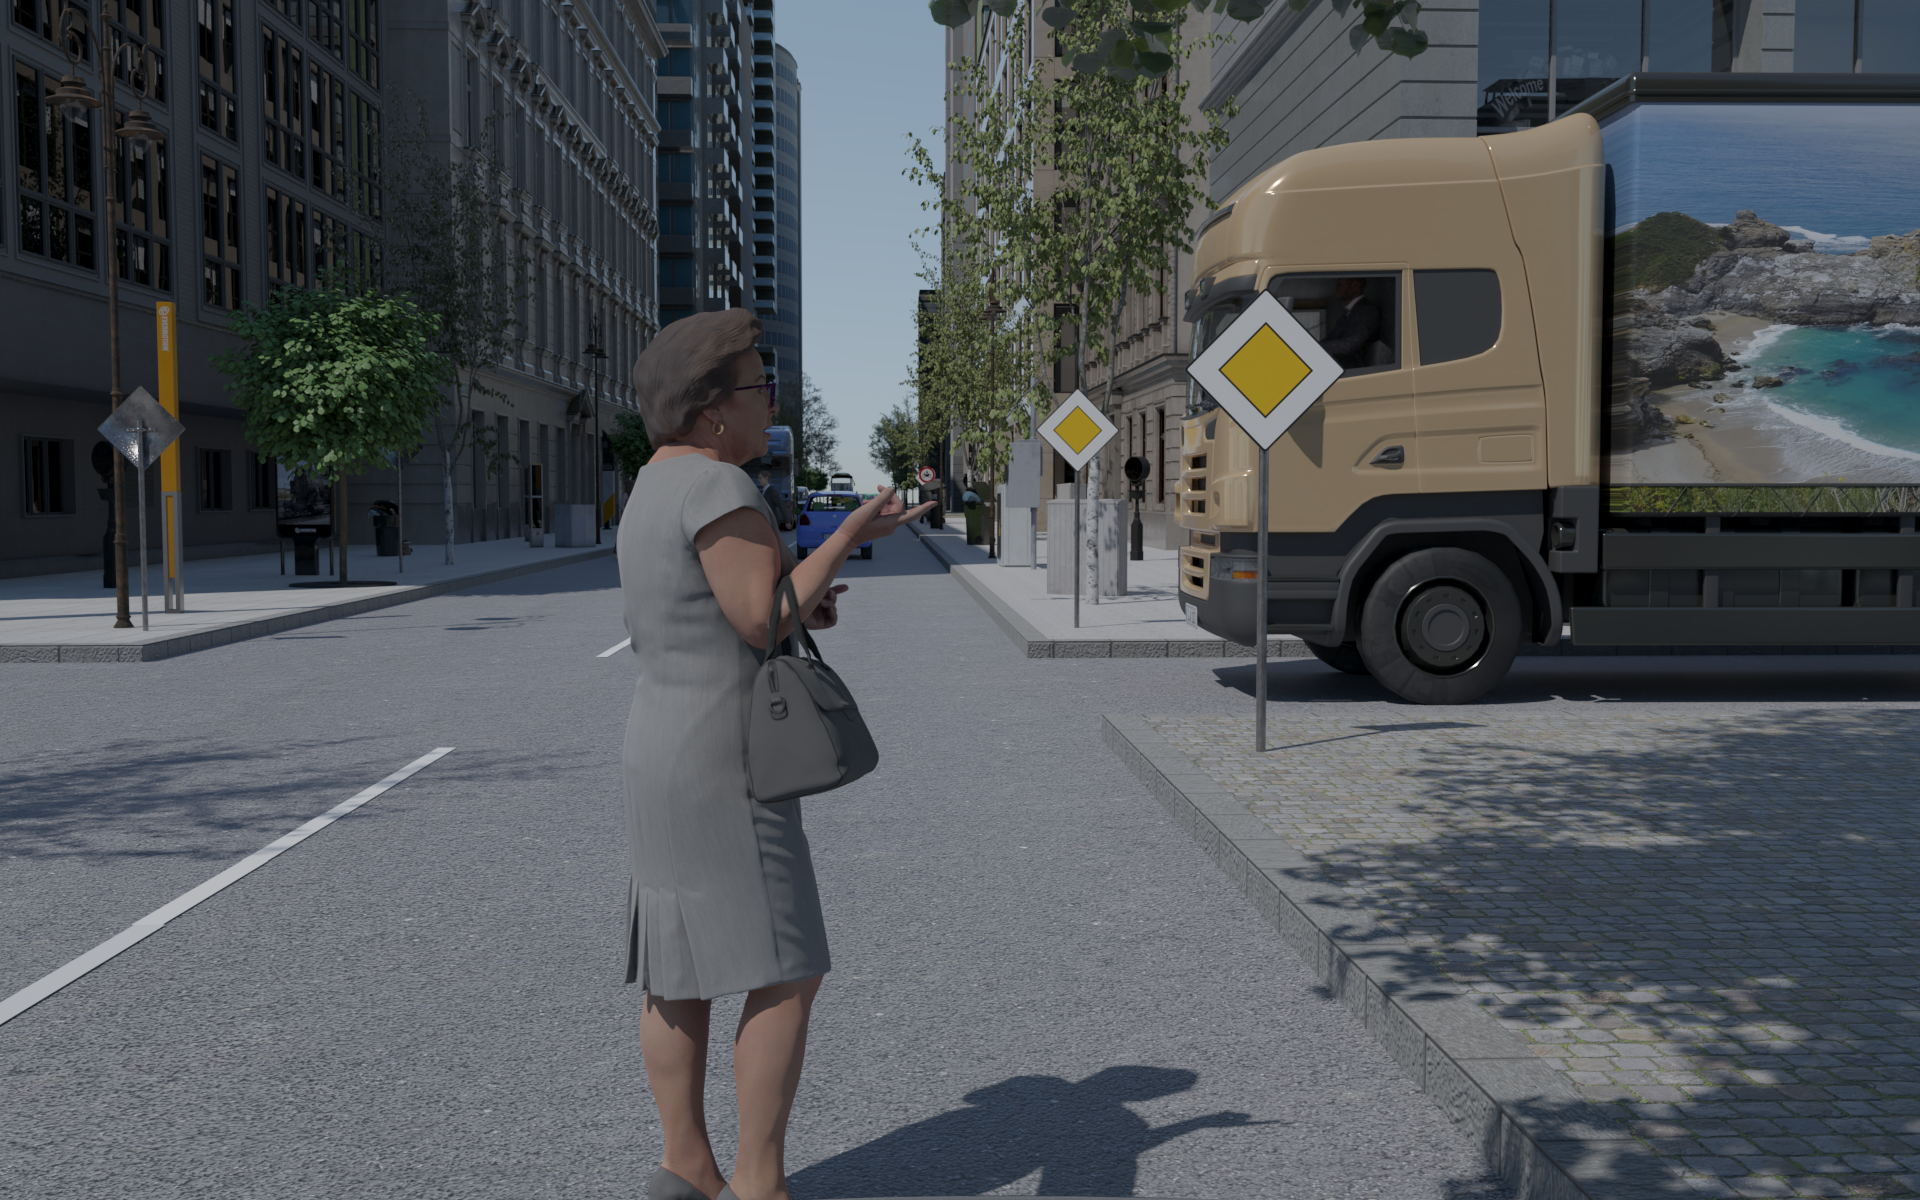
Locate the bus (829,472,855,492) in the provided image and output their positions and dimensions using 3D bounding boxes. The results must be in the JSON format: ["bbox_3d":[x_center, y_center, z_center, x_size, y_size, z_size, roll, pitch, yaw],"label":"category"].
[{"bbox_3d":[-13.695,-12.783,200.554,2.896,3.916,12.252,0,4,-4],"label":"bus"}]

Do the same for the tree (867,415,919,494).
[{"bbox_3d":[-8.653,-18.497,228.176,9.928,11.665,9.643,0,3,0],"label":"tree"}]

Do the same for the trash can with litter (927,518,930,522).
[{"bbox_3d":[-1.170,-4.131,78.935,0.624,1.170,1.055,-1,4,-19],"label":"trash can with litter"}]

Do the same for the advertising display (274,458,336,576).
[{"bbox_3d":[-10.314,-1.351,27.305,0.974,1.923,0.123,1,4,11],"label":"advertising display"}]

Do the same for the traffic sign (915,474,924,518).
[{"bbox_3d":[-1.703,-4.860,80.652,0.795,2.450,0.064,0,4,1],"label":"traffic sign"}]

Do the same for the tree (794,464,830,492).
[{"bbox_3d":[-17.416,-13.977,212.235,4.285,4.588,4.351,0,3,0],"label":"tree"}]

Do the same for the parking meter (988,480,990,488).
[{"bbox_3d":[1.309,-4.092,72.609,0.255,1.863,0.399,0,4,3],"label":"parking meter"}]

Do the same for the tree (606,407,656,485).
[{"bbox_3d":[-10.009,-4.478,56.929,4.285,4.588,4.351,0,3,0],"label":"tree"}]

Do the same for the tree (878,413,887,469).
[{"bbox_3d":[0.410,-5.913,47.036,4.737,8.622,4.395,0,3,0],"label":"tree"}]

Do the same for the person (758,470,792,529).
[{"bbox_3d":[-3.433,-1.373,30.729,0.755,1.850,0.659,-2,4,-26],"label":"person"}]

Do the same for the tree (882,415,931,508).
[{"bbox_3d":[-4.798,-12.443,153.811,4.360,8.622,3.978,0,3,0],"label":"tree"}]

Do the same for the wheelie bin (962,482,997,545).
[{"bbox_3d":[0.472,-2.188,43.682,0.693,1.594,0.980,2,4,33],"label":"wheelie bin"}]

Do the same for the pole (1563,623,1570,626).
[{"bbox_3d":[5.944,-1.402,16.774,0.158,3.312,0.155,0,3,0],"label":"pole"}]

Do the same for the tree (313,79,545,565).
[{"bbox_3d":[-9.297,-4.929,30.950,4.360,8.622,3.978,0,3,0],"label":"tree"}]

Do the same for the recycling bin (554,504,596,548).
[{"bbox_3d":[-9.276,-1.785,41.743,0.722,1.027,0.722,3,5,41],"label":"recycling bin"}]

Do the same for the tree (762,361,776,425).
[{"bbox_3d":[-11.797,-8.440,88.359,4.360,8.622,3.978,0,3,0],"label":"tree"}]

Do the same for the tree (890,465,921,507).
[{"bbox_3d":[-5.371,-11.700,175.004,4.285,4.588,4.351,0,3,0],"label":"tree"}]

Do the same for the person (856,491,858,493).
[{"bbox_3d":[-13.197,-13.012,221.267,0.705,1.821,1.348,2,4,27],"label":"person"}]

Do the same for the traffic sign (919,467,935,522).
[{"bbox_3d":[-1.527,-4.899,80.205,0.768,2.556,0.104,0,4,4],"label":"traffic sign"}]

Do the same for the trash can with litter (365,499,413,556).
[{"bbox_3d":[-11.821,-1.502,35.949,0.624,1.170,1.055,0,4,7],"label":"trash can with litter"}]

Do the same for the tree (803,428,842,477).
[{"bbox_3d":[-20.144,-19.036,245.656,7.601,10.594,8.767,-3,5,-44],"label":"tree"}]

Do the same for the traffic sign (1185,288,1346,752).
[{"bbox_3d":[1.495,-0.301,8.563,0.795,2.450,0.064,0,4,-3],"label":"traffic sign"}]

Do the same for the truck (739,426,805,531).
[{"bbox_3d":[-8.093,-5.161,74.139,2.967,4.110,18.799,0,4,-3],"label":"truck"}]

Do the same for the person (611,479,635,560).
[{"bbox_3d":[-7.294,-1.761,37.890,0.643,1.750,0.593,1,4,18],"label":"person"}]

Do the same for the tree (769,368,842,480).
[{"bbox_3d":[-16.101,-15.721,167.414,12.009,13.543,11.850,0,3,0],"label":"tree"}]

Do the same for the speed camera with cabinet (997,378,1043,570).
[{"bbox_3d":[1.015,-2.192,30.182,0.660,3.252,2.038,0,4,-4],"label":"speed camera with cabinet"}]

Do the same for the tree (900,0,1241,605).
[{"bbox_3d":[1.476,-4.264,20.081,4.737,8.622,4.395,0,3,0],"label":"tree"}]

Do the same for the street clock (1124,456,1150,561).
[{"bbox_3d":[3.407,-1.758,33.321,0.358,2.002,0.471,-3,5,-45],"label":"street clock"}]

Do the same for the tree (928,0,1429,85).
[{"bbox_3d":[2.481,-5.839,2.119,9.857,13.997,8.962,0,3,0],"label":"tree"}]

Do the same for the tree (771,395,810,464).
[{"bbox_3d":[-13.611,-10.887,128.372,4.737,8.622,4.395,0,3,0],"label":"tree"}]

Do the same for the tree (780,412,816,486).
[{"bbox_3d":[-14.854,-12.404,153.168,4.360,8.622,3.978,0,3,0],"label":"tree"}]

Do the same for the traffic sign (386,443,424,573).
[{"bbox_3d":[-9.062,-1.641,28.020,0.795,2.450,0.064,0,4,3],"label":"traffic sign"}]

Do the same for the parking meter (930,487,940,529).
[{"bbox_3d":[-0.922,-3.417,64.285,0.372,1.533,0.369,0,3,0],"label":"parking meter"}]

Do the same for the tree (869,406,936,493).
[{"bbox_3d":[-6.147,-15.258,183.887,7.601,10.594,8.767,-1,4,-20],"label":"tree"}]

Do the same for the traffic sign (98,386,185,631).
[{"bbox_3d":[-7.619,-0.765,16.147,0.795,2.450,0.064,0,4,-3],"label":"traffic sign"}]

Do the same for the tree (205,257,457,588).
[{"bbox_3d":[-8.708,-2.471,24.116,4.285,4.588,4.351,0,3,0],"label":"tree"}]

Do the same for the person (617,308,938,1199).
[{"bbox_3d":[-0.342,0.342,3.260,0.532,1.782,0.716,-2,4,-28],"label":"person"}]

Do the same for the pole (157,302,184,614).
[{"bbox_3d":[-8.447,-1.510,18.528,0.158,3.312,0.155,0,3,0],"label":"pole"}]

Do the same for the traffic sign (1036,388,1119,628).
[{"bbox_3d":[1.117,-0.789,16.539,0.795,2.450,0.064,0,4,-3],"label":"traffic sign"}]

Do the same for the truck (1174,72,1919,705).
[{"bbox_3d":[6.662,-1.460,12.792,11.283,4.237,2.839,0,4,-1],"label":"truck"}]
